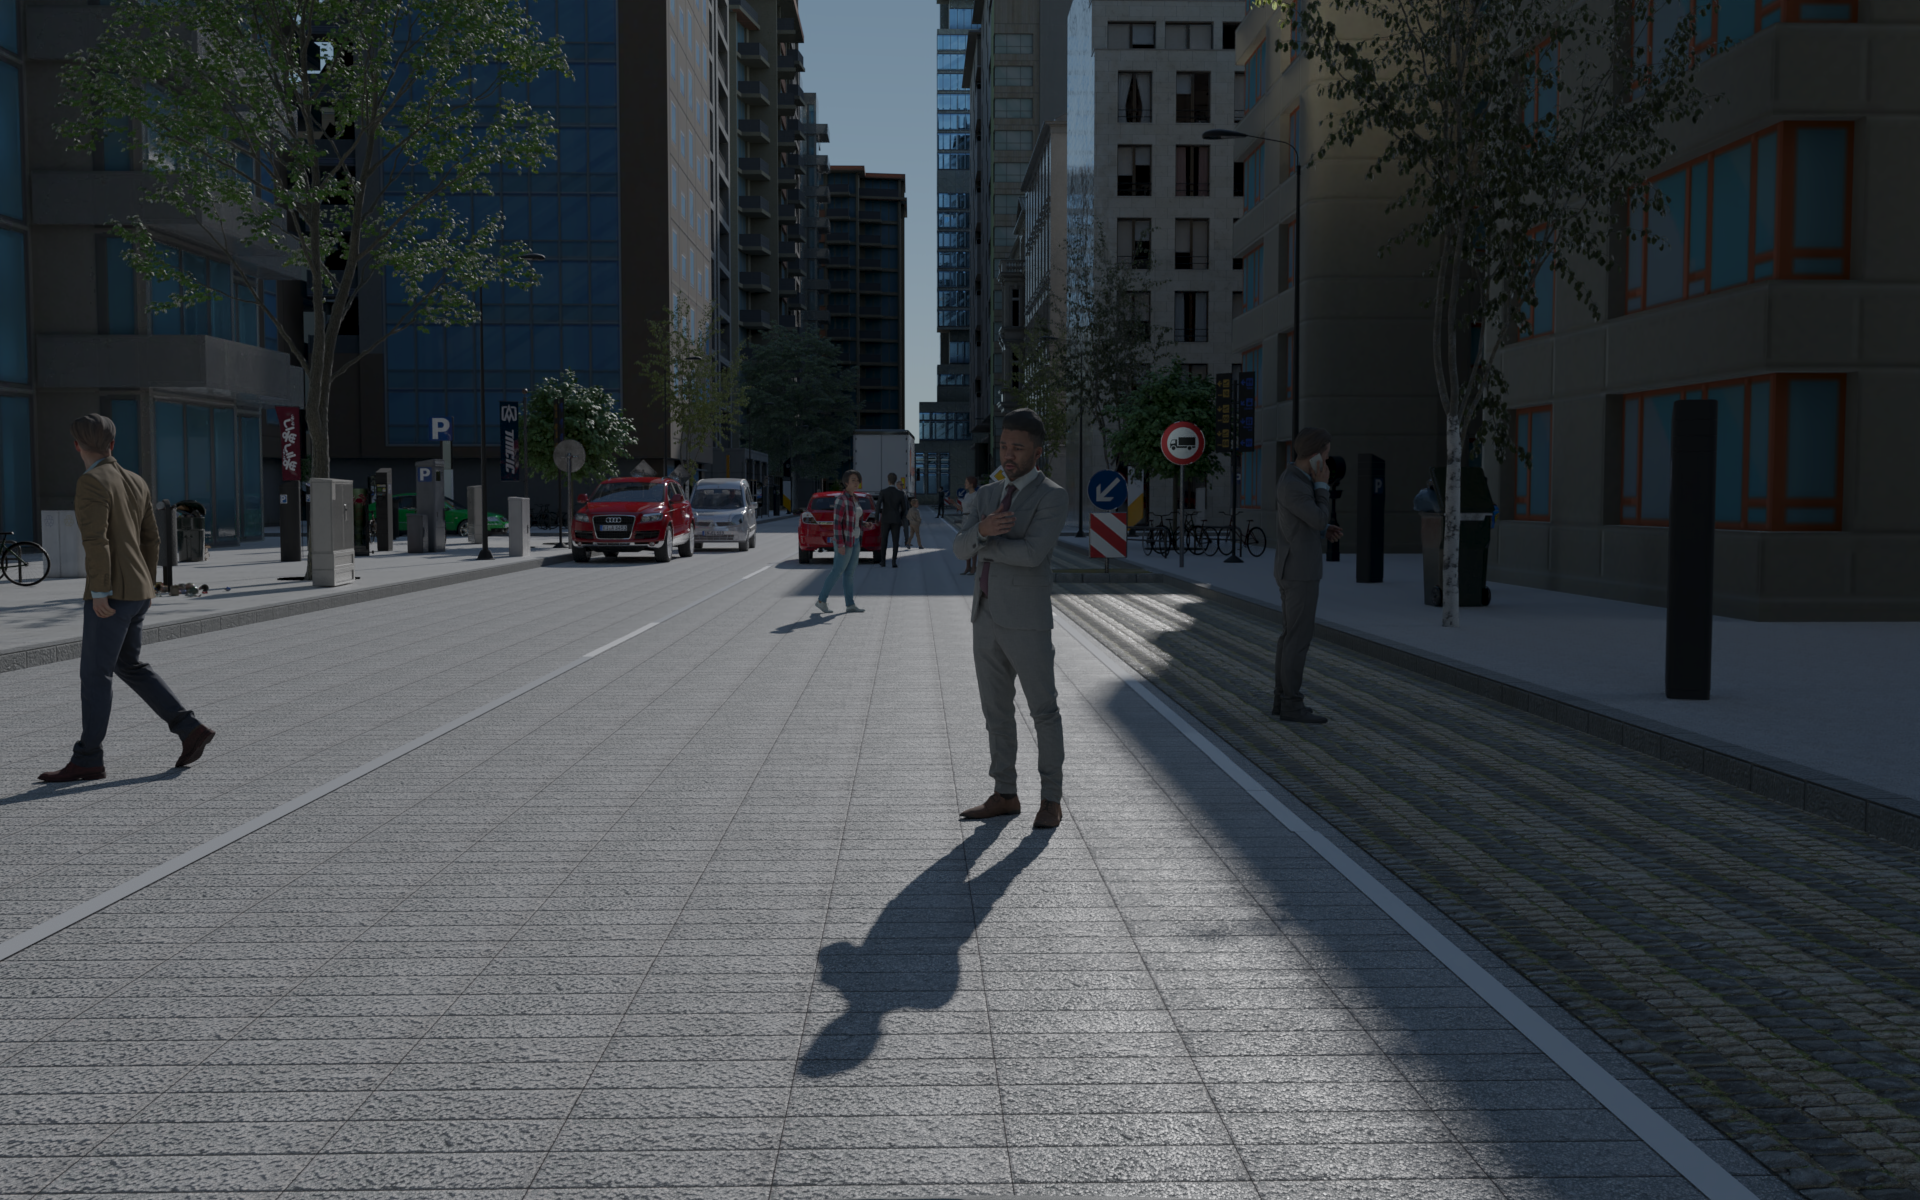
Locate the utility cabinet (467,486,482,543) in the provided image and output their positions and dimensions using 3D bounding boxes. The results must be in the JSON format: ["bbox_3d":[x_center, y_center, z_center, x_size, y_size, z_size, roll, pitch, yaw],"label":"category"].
[{"bbox_3d":[-12.577,-2.223,45.019,0.318,1.500,1.173,-2,4,-24],"label":"utility cabinet"}]

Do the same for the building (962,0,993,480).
[{"bbox_3d":[14.906,-37.050,195.011,28.713,52.752,27.495,0,4,-2],"label":"building"}]

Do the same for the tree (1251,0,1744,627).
[{"bbox_3d":[4.983,-4.042,16.456,4.360,8.622,3.978,0,3,0],"label":"tree"}]

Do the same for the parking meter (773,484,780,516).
[{"bbox_3d":[-10.778,-5.873,101.734,0.255,1.863,0.399,-3,4,-38],"label":"parking meter"}]

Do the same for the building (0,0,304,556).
[{"bbox_3d":[-31.489,-25.467,35.993,30.456,49.044,23.786,0,4,-2],"label":"building"}]

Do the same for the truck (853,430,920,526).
[{"bbox_3d":[-3.408,-5.638,81.094,2.839,4.237,11.283,0,4,0],"label":"truck"}]

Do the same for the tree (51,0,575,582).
[{"bbox_3d":[-9.415,-6.096,25.419,9.928,11.665,9.643,0,3,0],"label":"tree"}]

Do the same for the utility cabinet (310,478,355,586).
[{"bbox_3d":[-8.780,-0.955,24.285,0.318,1.500,1.173,0,4,-6],"label":"utility cabinet"}]

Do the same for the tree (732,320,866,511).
[{"bbox_3d":[-12.027,-13.509,127.527,9.857,13.997,8.962,0,3,0],"label":"tree"}]

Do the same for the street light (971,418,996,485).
[{"bbox_3d":[1.597,-8.122,105.343,1.470,5.913,1.316,0,4,-2],"label":"street light"}]

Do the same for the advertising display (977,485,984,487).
[{"bbox_3d":[1.425,-6.989,119.478,0.123,1.923,0.974,2,4,29],"label":"advertising display"}]

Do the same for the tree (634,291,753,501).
[{"bbox_3d":[-9.854,-6.938,63.798,4.737,8.622,4.395,0,3,0],"label":"tree"}]

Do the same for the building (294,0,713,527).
[{"bbox_3d":[-18.407,-25.895,73.491,14.600,45.320,14.200,0,4,-2],"label":"building"}]

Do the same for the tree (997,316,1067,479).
[{"bbox_3d":[3.694,-7.488,72.789,4.737,8.622,4.395,0,3,0],"label":"tree"}]

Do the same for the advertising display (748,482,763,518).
[{"bbox_3d":[-10.875,-5.280,91.535,0.974,1.923,0.123,1,4,17],"label":"advertising display"}]

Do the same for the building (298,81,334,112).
[{"bbox_3d":[-74.231,-39.201,230.168,27.495,52.752,28.713,0,4,-2],"label":"building"}]

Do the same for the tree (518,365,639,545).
[{"bbox_3d":[-9.902,-3.698,44.168,4.285,4.588,4.351,0,3,0],"label":"tree"}]

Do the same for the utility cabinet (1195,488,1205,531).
[{"bbox_3d":[8.194,-3.085,59.126,0.318,1.500,1.173,0,4,6],"label":"utility cabinet"}]

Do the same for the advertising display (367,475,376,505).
[{"bbox_3d":[-19.413,-3.219,57.845,0.123,1.923,0.974,1,4,19],"label":"advertising display"}]

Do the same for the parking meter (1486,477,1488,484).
[{"bbox_3d":[6.757,-0.883,22.855,0.372,1.533,0.369,0,3,0],"label":"parking meter"}]

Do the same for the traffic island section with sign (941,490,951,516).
[{"bbox_3d":[-0.024,-6.319,111.936,1.989,1.847,2.006,0,4,-2],"label":"traffic island section with sign"}]

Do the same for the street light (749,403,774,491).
[{"bbox_3d":[-10.129,-7.059,87.951,1.470,5.913,1.316,0,4,-2],"label":"street light"}]

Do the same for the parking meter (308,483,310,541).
[{"bbox_3d":[-14.722,-1.904,39.546,0.372,1.533,0.369,0,3,0],"label":"parking meter"}]

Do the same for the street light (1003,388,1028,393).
[{"bbox_3d":[2.486,-6.308,75.678,1.470,5.913,1.316,0,4,-2],"label":"street light"}]

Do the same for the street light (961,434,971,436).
[{"bbox_3d":[0.789,-9.887,134.188,1.470,5.913,1.316,0,4,-2],"label":"street light"}]

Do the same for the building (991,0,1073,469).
[{"bbox_3d":[9.521,-28.250,145.486,14.154,41.232,14.086,0,4,-2],"label":"building"}]

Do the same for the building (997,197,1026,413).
[{"bbox_3d":[9.810,-18.222,117.006,14.460,24.649,34.723,0,4,-2],"label":"building"}]

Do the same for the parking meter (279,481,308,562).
[{"bbox_3d":[-12.727,-1.498,32.909,0.372,1.533,0.369,0,3,0],"label":"parking meter"}]

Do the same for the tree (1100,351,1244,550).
[{"bbox_3d":[5.030,-3.436,39.900,4.285,4.588,4.351,0,3,0],"label":"tree"}]

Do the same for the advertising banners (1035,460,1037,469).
[{"bbox_3d":[2.855,-3.997,61.544,0.090,3.025,2.074,-1,4,-12],"label":"advertising banners"}]

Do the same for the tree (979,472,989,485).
[{"bbox_3d":[2.389,-8.741,137.508,1.663,3.219,1.824,0,3,0],"label":"tree"}]

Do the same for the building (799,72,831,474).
[{"bbox_3d":[-30.134,-35.263,196.152,30.456,49.044,23.786,0,4,-2],"label":"building"}]

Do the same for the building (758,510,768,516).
[{"bbox_3d":[-21.883,-40.463,99.824,20.563,71.187,20.611,0,4,-2],"label":"building"}]

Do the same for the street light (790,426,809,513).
[{"bbox_3d":[-10.943,-8.863,117.444,1.470,5.913,1.316,0,4,-2],"label":"street light"}]

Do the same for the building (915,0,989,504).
[{"bbox_3d":[8.542,-56.011,228.457,31.000,86.520,22.319,0,4,-2],"label":"building"}]

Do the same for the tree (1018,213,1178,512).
[{"bbox_3d":[3.788,-5.783,44.909,4.360,8.622,3.978,0,3,0],"label":"tree"}]

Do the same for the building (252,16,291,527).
[{"bbox_3d":[-33.549,-25.371,64.932,14.200,45.320,14.600,0,4,-2],"label":"building"}]

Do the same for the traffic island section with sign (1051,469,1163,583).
[{"bbox_3d":[2.249,-1.224,28.638,1.989,1.847,2.006,0,4,-2],"label":"traffic island section with sign"}]

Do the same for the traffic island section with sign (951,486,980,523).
[{"bbox_3d":[0.718,-4.671,84.991,1.989,1.847,2.006,0,4,-2],"label":"traffic island section with sign"}]

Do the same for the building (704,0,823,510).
[{"bbox_3d":[-24.232,-44.857,171.660,20.563,71.187,20.611,0,4,-2],"label":"building"}]

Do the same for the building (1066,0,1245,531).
[{"bbox_3d":[12.853,-12.850,64.848,16.860,20.320,10.420,0,4,-2],"label":"building"}]

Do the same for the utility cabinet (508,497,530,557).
[{"bbox_3d":[-9.147,-1.518,35.984,0.306,1.237,1.020,0,4,-5],"label":"utility cabinet"}]

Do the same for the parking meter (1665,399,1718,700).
[{"bbox_3d":[4.612,-0.319,10.928,0.255,1.863,0.399,1,4,20],"label":"parking meter"}]

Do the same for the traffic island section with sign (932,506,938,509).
[{"bbox_3d":[-1.362,-9.311,160.861,1.989,1.847,2.006,0,4,-2],"label":"traffic island section with sign"}]

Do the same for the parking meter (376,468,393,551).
[{"bbox_3d":[-12.945,-2.032,38.941,0.255,1.863,0.399,0,3,0],"label":"parking meter"}]

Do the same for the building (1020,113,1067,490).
[{"bbox_3d":[8.543,-14.716,89.754,9.793,20.994,18.267,0,4,-2],"label":"building"}]

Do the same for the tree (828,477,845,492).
[{"bbox_3d":[-13.674,-12.001,190.824,1.663,3.219,1.824,0,3,0],"label":"tree"}]

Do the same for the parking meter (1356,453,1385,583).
[{"bbox_3d":[5.944,-1.183,25.057,0.399,1.863,0.255,-3,5,-43],"label":"parking meter"}]

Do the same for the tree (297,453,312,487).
[{"bbox_3d":[-35.378,-6.530,90.478,4.285,4.588,4.351,0,3,0],"label":"tree"}]

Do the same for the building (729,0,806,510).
[{"bbox_3d":[-24.616,-30.137,147.366,22.147,44.769,28.867,0,4,-2],"label":"building"}]

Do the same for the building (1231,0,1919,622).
[{"bbox_3d":[21.428,-11.404,31.491,27.650,21.520,28.899,0,4,-2],"label":"building"}]

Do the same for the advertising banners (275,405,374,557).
[{"bbox_3d":[-12.832,-2.374,35.004,0.090,3.025,2.074,3,5,40],"label":"advertising banners"}]

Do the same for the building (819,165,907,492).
[{"bbox_3d":[-21.365,-35.092,228.376,28.867,44.769,22.147,0,4,-2],"label":"building"}]
